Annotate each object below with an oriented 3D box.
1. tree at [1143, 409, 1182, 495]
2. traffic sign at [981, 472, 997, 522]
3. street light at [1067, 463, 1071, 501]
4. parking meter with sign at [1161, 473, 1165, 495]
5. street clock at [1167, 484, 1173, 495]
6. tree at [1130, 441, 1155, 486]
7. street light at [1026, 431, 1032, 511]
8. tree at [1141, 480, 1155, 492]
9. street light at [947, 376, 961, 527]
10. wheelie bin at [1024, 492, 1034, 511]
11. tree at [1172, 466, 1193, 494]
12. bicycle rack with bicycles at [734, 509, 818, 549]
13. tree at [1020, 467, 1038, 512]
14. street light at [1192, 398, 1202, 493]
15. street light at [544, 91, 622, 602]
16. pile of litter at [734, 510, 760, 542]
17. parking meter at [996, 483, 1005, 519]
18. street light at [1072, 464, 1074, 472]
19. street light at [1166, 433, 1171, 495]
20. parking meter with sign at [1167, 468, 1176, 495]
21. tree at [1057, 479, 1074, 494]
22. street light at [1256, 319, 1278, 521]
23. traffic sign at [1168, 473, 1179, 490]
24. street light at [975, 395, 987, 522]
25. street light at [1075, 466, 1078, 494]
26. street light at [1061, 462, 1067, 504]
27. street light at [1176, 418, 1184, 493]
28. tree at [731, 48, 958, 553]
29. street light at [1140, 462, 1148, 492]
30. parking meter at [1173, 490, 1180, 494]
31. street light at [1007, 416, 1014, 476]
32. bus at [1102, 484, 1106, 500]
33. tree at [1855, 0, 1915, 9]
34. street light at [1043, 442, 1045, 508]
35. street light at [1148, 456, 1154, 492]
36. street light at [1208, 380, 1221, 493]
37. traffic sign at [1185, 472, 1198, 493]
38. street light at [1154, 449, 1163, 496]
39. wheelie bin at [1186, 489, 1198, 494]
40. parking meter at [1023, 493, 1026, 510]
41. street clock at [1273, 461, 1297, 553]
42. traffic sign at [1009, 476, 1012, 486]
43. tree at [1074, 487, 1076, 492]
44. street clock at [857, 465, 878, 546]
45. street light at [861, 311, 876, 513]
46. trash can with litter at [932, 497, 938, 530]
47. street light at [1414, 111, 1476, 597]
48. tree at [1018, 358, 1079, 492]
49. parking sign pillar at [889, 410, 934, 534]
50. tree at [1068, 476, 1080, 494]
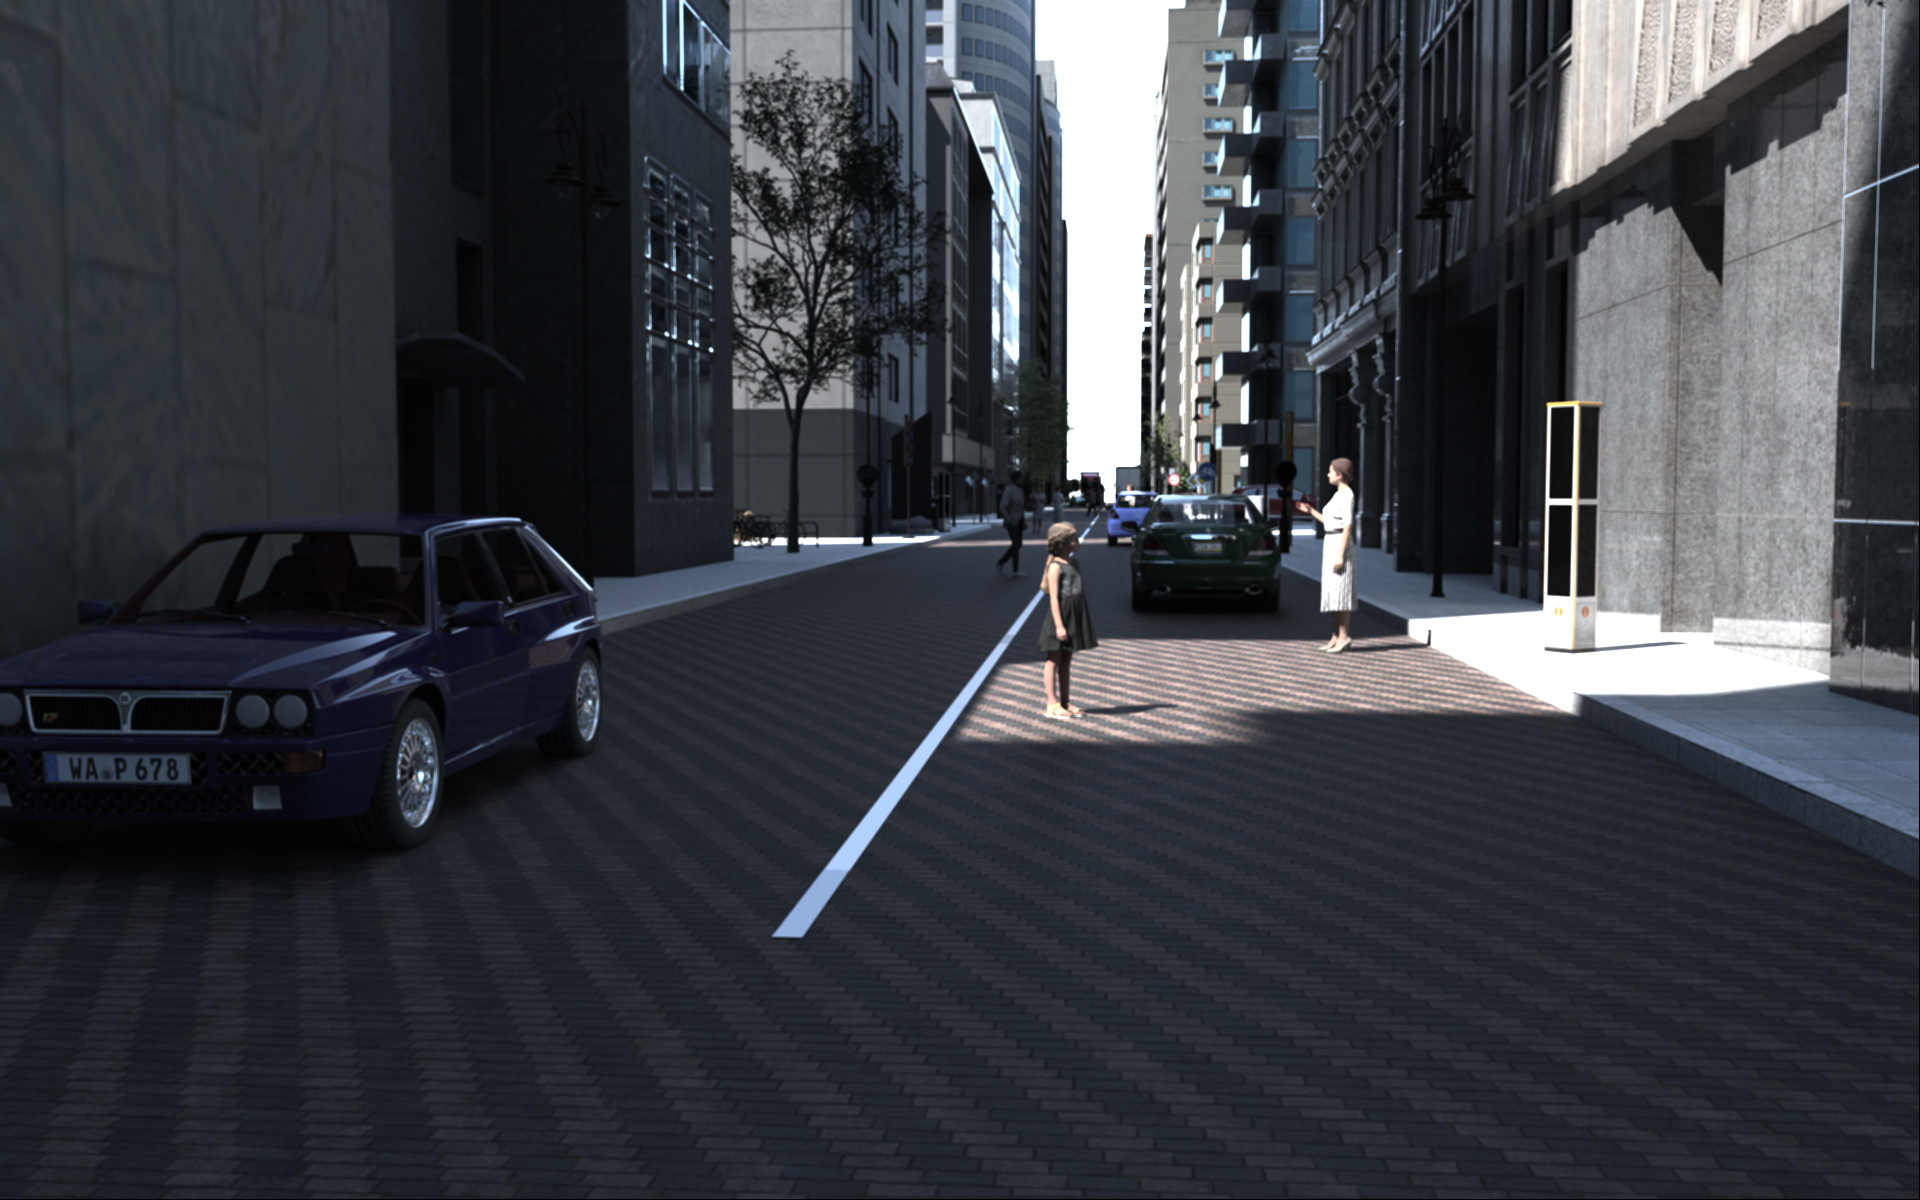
[{"bbox_3d":[17.492,-12.061,147.554,4.737,8.622,4.395,0,3,0],"label":"tree"},{"bbox_3d":[1.290,-4.635,79.418,0.795,2.450,0.064,0,4,5],"label":"traffic sign"},{"bbox_3d":[13.996,-15.571,227.369,0.468,5.910,1.993,0,4,5],"label":"street light"},{"bbox_3d":[17.579,-9.003,143.458,1.738,3.016,0.543,-1,4,-20],"label":"parking meter with sign"},{"bbox_3d":[15.094,-7.305,124.006,0.471,2.002,0.358,3,4,38],"label":"street clock"},{"bbox_3d":[25.482,-17.585,237.883,4.360,8.622,3.978,0,3,0],"label":"tree"},{"bbox_3d":[5.105,-9.448,127.260,0.468,5.910,1.993,0,4,5],"label":"street light"},{"bbox_3d":[22.810,-13.251,211.249,1.663,3.219,1.824,0,3,0],"label":"tree"},{"bbox_3d":[-0.239,-5.822,67.982,0.468,5.910,1.993,0,4,5],"label":"street light"},{"bbox_3d":[5.357,-7.621,132.509,0.693,1.594,0.980,-1,4,-23],"label":"wheelie bin"},{"bbox_3d":[13.959,-7.013,109.257,1.663,3.219,1.824,0,3,0],"label":"tree"},{"bbox_3d":[-4.892,-1.733,41.713,2.925,0.926,2.852,-3,5,-45],"label":"bicycle rack with bicycles"},{"bbox_3d":[4.741,-7.899,123.745,1.663,3.219,1.824,0,3,0],"label":"tree"},{"bbox_3d":[11.219,-6.689,82.152,0.468,5.910,1.993,0,4,5],"label":"street light"},{"bbox_3d":[-4.416,-2.916,20.463,0.468,5.910,1.993,0,4,5],"label":"street light"},{"bbox_3d":[-6.060,-2.039,47.300,1.176,0.858,1.719,0,4,-6],"label":"pile of litter"},{"bbox_3d":[2.122,-5.200,90.738,0.399,1.863,0.255,2,4,28],"label":"parking meter"},{"bbox_3d":[15.117,-16.288,239.100,0.468,5.910,1.993,0,4,5],"label":"street light"},{"bbox_3d":[15.573,-9.563,129.146,0.468,5.910,1.993,0,4,5],"label":"street light"},{"bbox_3d":[14.443,-7.267,115.074,0.543,3.016,1.738,-1,4,-21],"label":"parking meter with sign"},{"bbox_3d":[13.214,-14.049,224.293,1.663,3.219,1.824,0,3,0],"label":"tree"},{"bbox_3d":[8.112,-4.470,45.875,0.468,5.910,1.993,0,4,5],"label":"street light"},{"bbox_3d":[13.232,-6.532,106.909,0.768,2.556,0.104,1,4,14],"label":"traffic sign"},{"bbox_3d":[0.967,-6.534,79.619,0.468,5.910,1.993,0,4,5],"label":"street light"},{"bbox_3d":[17.177,-17.734,262.733,0.468,5.910,1.993,0,4,5],"label":"street light"},{"bbox_3d":[11.998,-14.123,203.691,0.468,5.910,1.993,0,4,5],"label":"street light"},{"bbox_3d":[13.422,-8.126,105.647,0.468,5.910,1.993,0,4,5],"label":"street light"},{"bbox_3d":[-3.784,-6.295,37.342,8.767,10.594,7.601,1,4,17],"label":"tree"},{"bbox_3d":[24.450,-15.662,228.861,0.468,5.910,1.993,0,4,5],"label":"street light"},{"bbox_3d":[12.842,-5.768,102.716,0.372,1.533,0.369,0,3,0],"label":"parking meter"},{"bbox_3d":[2.998,-7.972,103.128,0.468,5.910,1.993,0,4,5],"label":"street light"},{"bbox_3d":[23.799,-18.652,299.813,2.948,3.499,13.247,0,4,5],"label":"bus"},{"bbox_3d":[5.202,-4.292,4.582,8.767,10.594,7.601,0,4,5],"label":"tree"},{"bbox_3d":[7.608,-11.199,155.888,0.468,5.910,1.993,0,4,5],"label":"street light"},{"bbox_3d":[20.215,-12.733,180.976,0.468,5.910,1.993,0,4,5],"label":"street light"},{"bbox_3d":[10.307,-5.957,70.179,0.468,5.910,1.993,0,4,5],"label":"street light"},{"bbox_3d":[10.596,-4.583,78.571,0.795,2.450,0.064,0,4,5],"label":"traffic sign"},{"bbox_3d":[18.089,-11.288,157.353,0.468,5.910,1.993,0,4,5],"label":"street light"},{"bbox_3d":[13.807,-5.814,102.964,0.693,1.594,0.980,-3,5,-39],"label":"wheelie bin"},{"bbox_3d":[5.074,-7.873,137.126,0.372,1.533,0.369,0,3,0],"label":"parking meter"},{"bbox_3d":[7.041,-2.020,37.597,0.471,2.002,0.358,-1,4,-11],"label":"street clock"},{"bbox_3d":[3.099,-5.977,99.857,0.606,2.300,0.079,1,4,11],"label":"traffic sign"},{"bbox_3d":[15.768,-15.603,249.705,1.663,3.219,1.824,0,3,0],"label":"tree"},{"bbox_3d":[-2.271,-2.324,42.567,0.471,2.002,0.358,1,4,21],"label":"street clock"},{"bbox_3d":[-2.333,-4.354,43.969,0.468,5.910,1.993,0,4,5],"label":"street light"},{"bbox_3d":[-1.013,-3.095,61.995,0.624,1.170,1.055,-2,4,-25],"label":"trash can with litter"},{"bbox_3d":[5.967,-2.977,21.468,0.468,5.910,1.993,0,4,5],"label":"street light"},{"bbox_3d":[5.982,-13.854,144.639,7.486,12.596,7.792,0,3,0],"label":"tree"},{"bbox_3d":[-1.550,-4.106,55.600,1.447,3.967,1.447,0,4,-2],"label":"parking sign pillar"},{"bbox_3d":[20.201,-19.768,306.915,4.285,4.588,4.351,0,3,0],"label":"tree"}]
